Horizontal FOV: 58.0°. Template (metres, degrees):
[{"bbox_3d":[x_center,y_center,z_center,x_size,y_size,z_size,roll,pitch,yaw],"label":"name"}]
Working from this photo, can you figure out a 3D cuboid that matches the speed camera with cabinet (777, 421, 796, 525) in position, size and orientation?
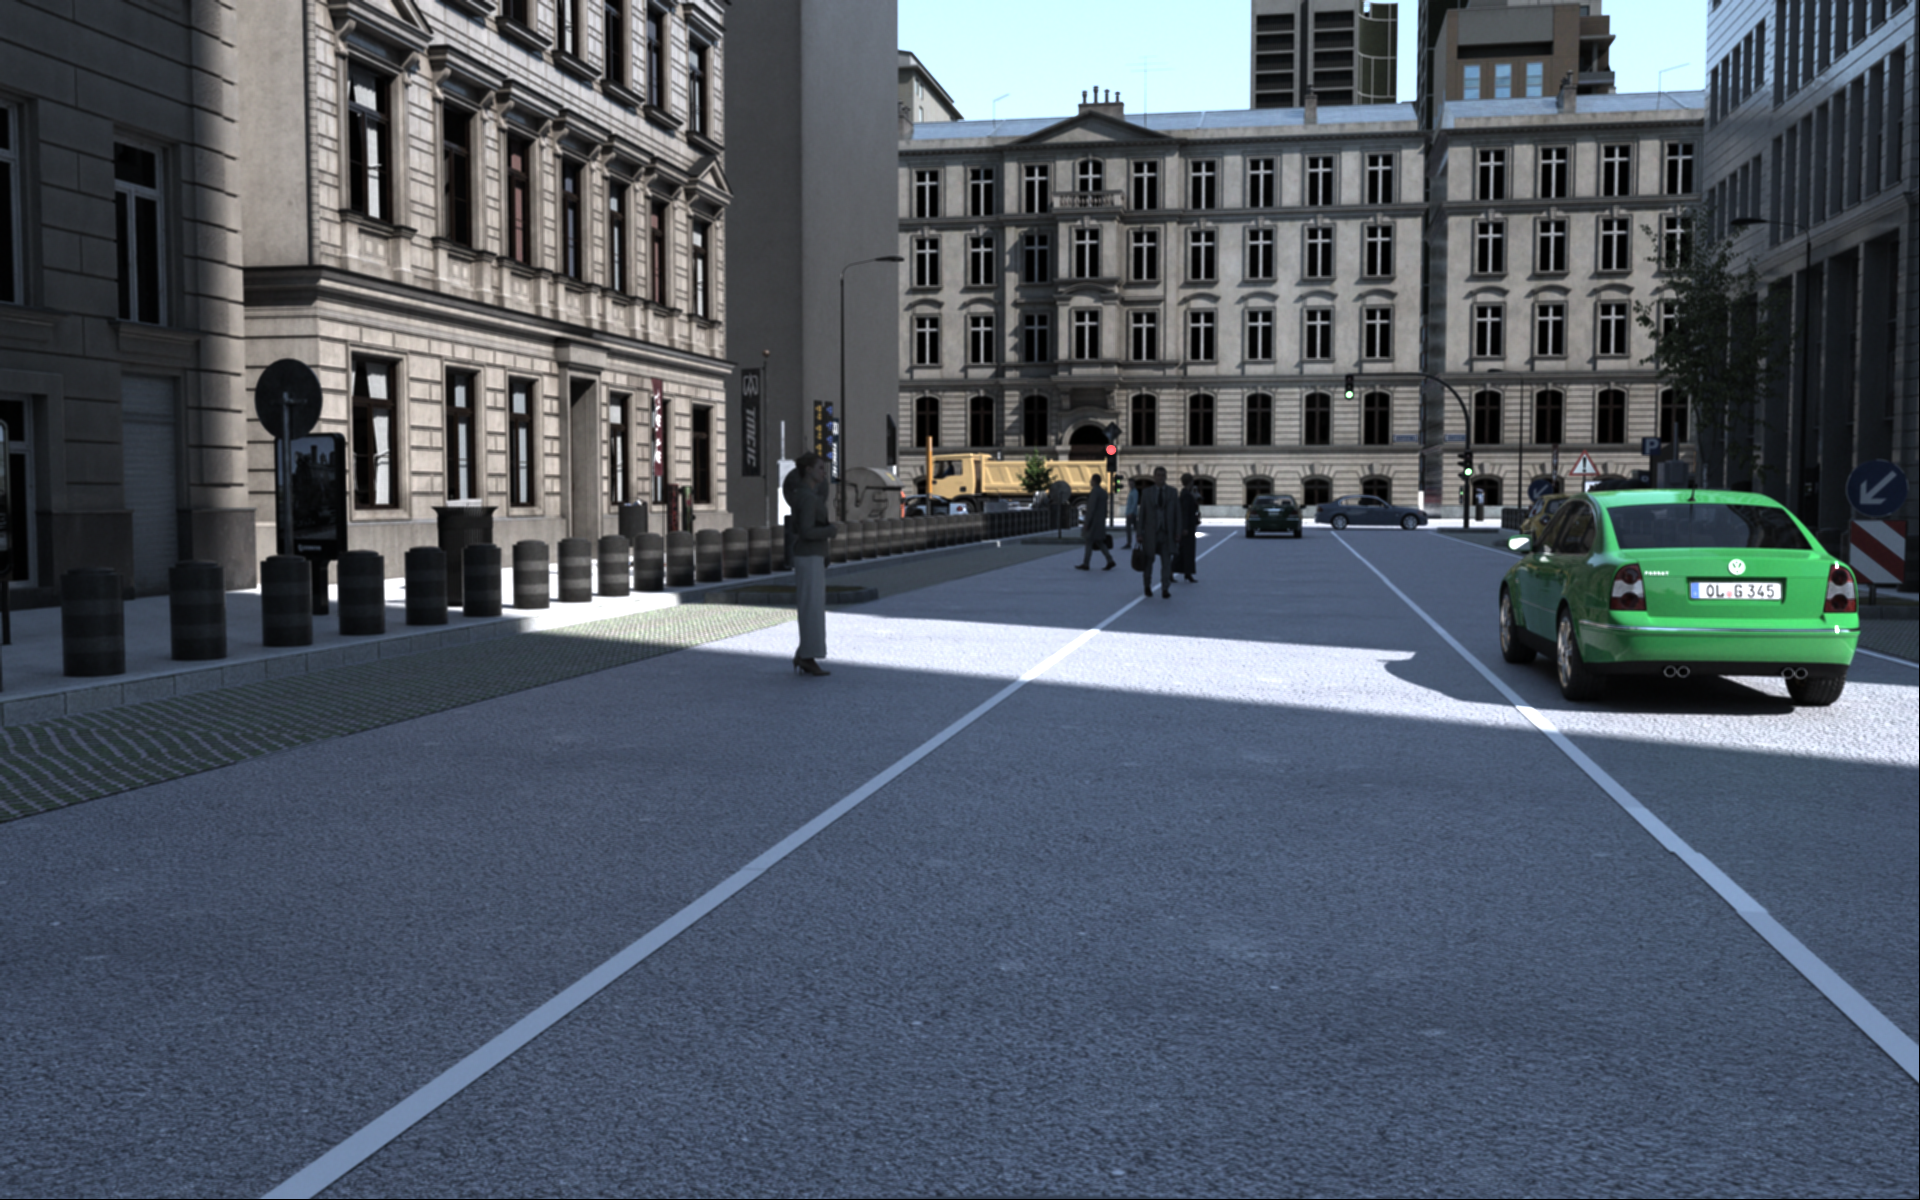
[{"bbox_3d":[-4.565,-3.177,46.283,0.660,3.252,2.038,0,4,-4],"label":"speed camera with cabinet"}]

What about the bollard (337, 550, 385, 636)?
[{"bbox_3d":[-5.486,-0.071,15.873,0.404,0.777,0.398,0,3,0],"label":"bollard"}]

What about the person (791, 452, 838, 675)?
[{"bbox_3d":[-1.143,-0.284,13.689,0.362,1.759,0.519,-1,4,-12],"label":"person"}]

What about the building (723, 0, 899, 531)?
[{"bbox_3d":[-14.889,-16.206,58.482,24.014,27.812,14.314,1,4,11],"label":"building"}]

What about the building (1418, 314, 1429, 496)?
[{"bbox_3d":[60.731,-20.382,178.279,27.650,21.520,28.899,1,4,11],"label":"building"}]

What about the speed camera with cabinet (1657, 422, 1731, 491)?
[{"bbox_3d":[20.364,-3.270,47.804,2.038,3.252,0.660,0,4,2],"label":"speed camera with cabinet"}]

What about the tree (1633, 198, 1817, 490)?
[{"bbox_3d":[18.723,-5.670,43.070,4.737,8.622,4.395,0,3,0],"label":"tree"}]

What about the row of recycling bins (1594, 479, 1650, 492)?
[{"bbox_3d":[18.402,-2.520,48.320,1.069,1.692,3.534,0,4,8],"label":"row of recycling bins"}]

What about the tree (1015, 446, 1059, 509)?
[{"bbox_3d":[2.876,-4.508,68.301,1.663,3.219,1.824,0,3,0],"label":"tree"}]

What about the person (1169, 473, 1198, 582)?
[{"bbox_3d":[3.636,-1.172,28.092,0.534,1.772,0.576,-2,4,-26],"label":"person"}]

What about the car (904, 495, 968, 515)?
[{"bbox_3d":[-1.902,-3.786,73.905,4.499,1.417,2.014,1,4,10],"label":"car"}]

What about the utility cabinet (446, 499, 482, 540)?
[{"bbox_3d":[-6.629,-0.734,23.168,0.306,1.237,1.020,0,4,-5],"label":"utility cabinet"}]

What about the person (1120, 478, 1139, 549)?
[{"bbox_3d":[4.552,-2.245,45.064,0.748,1.841,0.638,1,4,14],"label":"person"}]

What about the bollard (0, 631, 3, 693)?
[{"bbox_3d":[-6.391,0.219,11.131,0.404,0.777,0.398,0,3,0],"label":"bollard"}]

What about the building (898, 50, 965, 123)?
[{"bbox_3d":[-15.512,-38.223,214.183,27.495,52.752,28.713,1,4,11],"label":"building"}]

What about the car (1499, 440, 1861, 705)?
[{"bbox_3d":[5.288,-0.271,13.231,1.959,1.807,4.718,1,4,9],"label":"car"}]

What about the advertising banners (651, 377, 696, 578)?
[{"bbox_3d":[-4.453,-1.878,26.889,0.090,3.025,2.074,1,4,8],"label":"advertising banners"}]

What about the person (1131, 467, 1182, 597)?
[{"bbox_3d":[2.746,-0.947,24.088,0.694,1.812,0.767,0,4,1],"label":"person"}]

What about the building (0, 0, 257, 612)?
[{"bbox_3d":[-17.337,-13.123,11.822,12.463,27.353,25.104,1,4,11],"label":"building"}]

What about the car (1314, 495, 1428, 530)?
[{"bbox_3d":[16.641,-3.557,70.154,4.499,1.417,2.014,1,4,10],"label":"car"}]

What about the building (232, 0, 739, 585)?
[{"bbox_3d":[-11.845,-10.335,33.602,10.561,19.102,19.286,1,4,11],"label":"building"}]

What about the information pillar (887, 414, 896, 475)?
[{"bbox_3d":[-1.999,-3.610,50.371,0.183,3.616,0.504,-2,4,-26],"label":"information pillar"}]

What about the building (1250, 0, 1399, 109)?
[{"bbox_3d":[52.471,-49.736,251.429,20.611,71.187,20.563,1,4,11],"label":"building"}]

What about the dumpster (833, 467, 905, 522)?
[{"bbox_3d":[-2.026,-2.003,38.515,1.264,1.857,1.865,1,4,11],"label":"dumpster"}]

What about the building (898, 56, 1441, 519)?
[{"bbox_3d":[7.829,-16.942,96.087,34.723,24.649,14.460,1,4,11],"label":"building"}]

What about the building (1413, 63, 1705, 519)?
[{"bbox_3d":[42.117,-16.534,89.414,34.723,24.649,14.460,1,4,11],"label":"building"}]

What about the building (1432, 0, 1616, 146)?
[{"bbox_3d":[50.421,-31.023,157.335,14.600,45.320,14.200,1,4,11],"label":"building"}]

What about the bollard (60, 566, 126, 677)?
[{"bbox_3d":[-6.165,0.147,12.315,0.404,0.777,0.398,0,3,0],"label":"bollard"}]

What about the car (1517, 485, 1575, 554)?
[{"bbox_3d":[14.023,-1.829,40.128,2.015,1.641,3.980,1,4,12],"label":"car"}]

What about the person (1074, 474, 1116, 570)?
[{"bbox_3d":[2.548,-1.471,32.646,0.767,1.812,0.694,2,4,29],"label":"person"}]

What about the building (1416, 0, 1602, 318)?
[{"bbox_3d":[62.084,-46.739,202.440,20.563,71.187,20.611,1,4,11],"label":"building"}]

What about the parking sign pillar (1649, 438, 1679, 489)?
[{"bbox_3d":[33.842,-5.795,83.227,1.447,3.967,1.447,2,4,31],"label":"parking sign pillar"}]

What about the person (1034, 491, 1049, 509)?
[{"bbox_3d":[3.544,-4.097,75.581,0.679,1.850,0.850,0,4,-4],"label":"person"}]

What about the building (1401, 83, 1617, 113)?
[{"bbox_3d":[76.720,-43.185,248.070,28.212,58.520,21.231,1,4,11],"label":"building"}]

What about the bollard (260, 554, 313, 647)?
[{"bbox_3d":[-5.712,0.001,14.693,0.404,0.777,0.398,0,3,0],"label":"bollard"}]

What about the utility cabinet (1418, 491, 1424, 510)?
[{"bbox_3d":[34.407,-7.473,130.856,1.173,1.500,0.318,-1,4,-14],"label":"utility cabinet"}]

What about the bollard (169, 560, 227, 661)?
[{"bbox_3d":[-5.940,0.074,13.499,0.404,0.777,0.398,0,3,0],"label":"bollard"}]

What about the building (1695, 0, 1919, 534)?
[{"bbox_3d":[27.532,-16.220,42.688,11.434,29.767,29.804,1,4,11],"label":"building"}]

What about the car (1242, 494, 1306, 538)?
[{"bbox_3d":[10.493,-2.817,57.856,2.131,1.459,4.920,1,4,11],"label":"car"}]

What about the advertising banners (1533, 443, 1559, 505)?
[{"bbox_3d":[20.545,-3.947,60.722,0.090,3.025,2.074,0,4,-3],"label":"advertising banners"}]
